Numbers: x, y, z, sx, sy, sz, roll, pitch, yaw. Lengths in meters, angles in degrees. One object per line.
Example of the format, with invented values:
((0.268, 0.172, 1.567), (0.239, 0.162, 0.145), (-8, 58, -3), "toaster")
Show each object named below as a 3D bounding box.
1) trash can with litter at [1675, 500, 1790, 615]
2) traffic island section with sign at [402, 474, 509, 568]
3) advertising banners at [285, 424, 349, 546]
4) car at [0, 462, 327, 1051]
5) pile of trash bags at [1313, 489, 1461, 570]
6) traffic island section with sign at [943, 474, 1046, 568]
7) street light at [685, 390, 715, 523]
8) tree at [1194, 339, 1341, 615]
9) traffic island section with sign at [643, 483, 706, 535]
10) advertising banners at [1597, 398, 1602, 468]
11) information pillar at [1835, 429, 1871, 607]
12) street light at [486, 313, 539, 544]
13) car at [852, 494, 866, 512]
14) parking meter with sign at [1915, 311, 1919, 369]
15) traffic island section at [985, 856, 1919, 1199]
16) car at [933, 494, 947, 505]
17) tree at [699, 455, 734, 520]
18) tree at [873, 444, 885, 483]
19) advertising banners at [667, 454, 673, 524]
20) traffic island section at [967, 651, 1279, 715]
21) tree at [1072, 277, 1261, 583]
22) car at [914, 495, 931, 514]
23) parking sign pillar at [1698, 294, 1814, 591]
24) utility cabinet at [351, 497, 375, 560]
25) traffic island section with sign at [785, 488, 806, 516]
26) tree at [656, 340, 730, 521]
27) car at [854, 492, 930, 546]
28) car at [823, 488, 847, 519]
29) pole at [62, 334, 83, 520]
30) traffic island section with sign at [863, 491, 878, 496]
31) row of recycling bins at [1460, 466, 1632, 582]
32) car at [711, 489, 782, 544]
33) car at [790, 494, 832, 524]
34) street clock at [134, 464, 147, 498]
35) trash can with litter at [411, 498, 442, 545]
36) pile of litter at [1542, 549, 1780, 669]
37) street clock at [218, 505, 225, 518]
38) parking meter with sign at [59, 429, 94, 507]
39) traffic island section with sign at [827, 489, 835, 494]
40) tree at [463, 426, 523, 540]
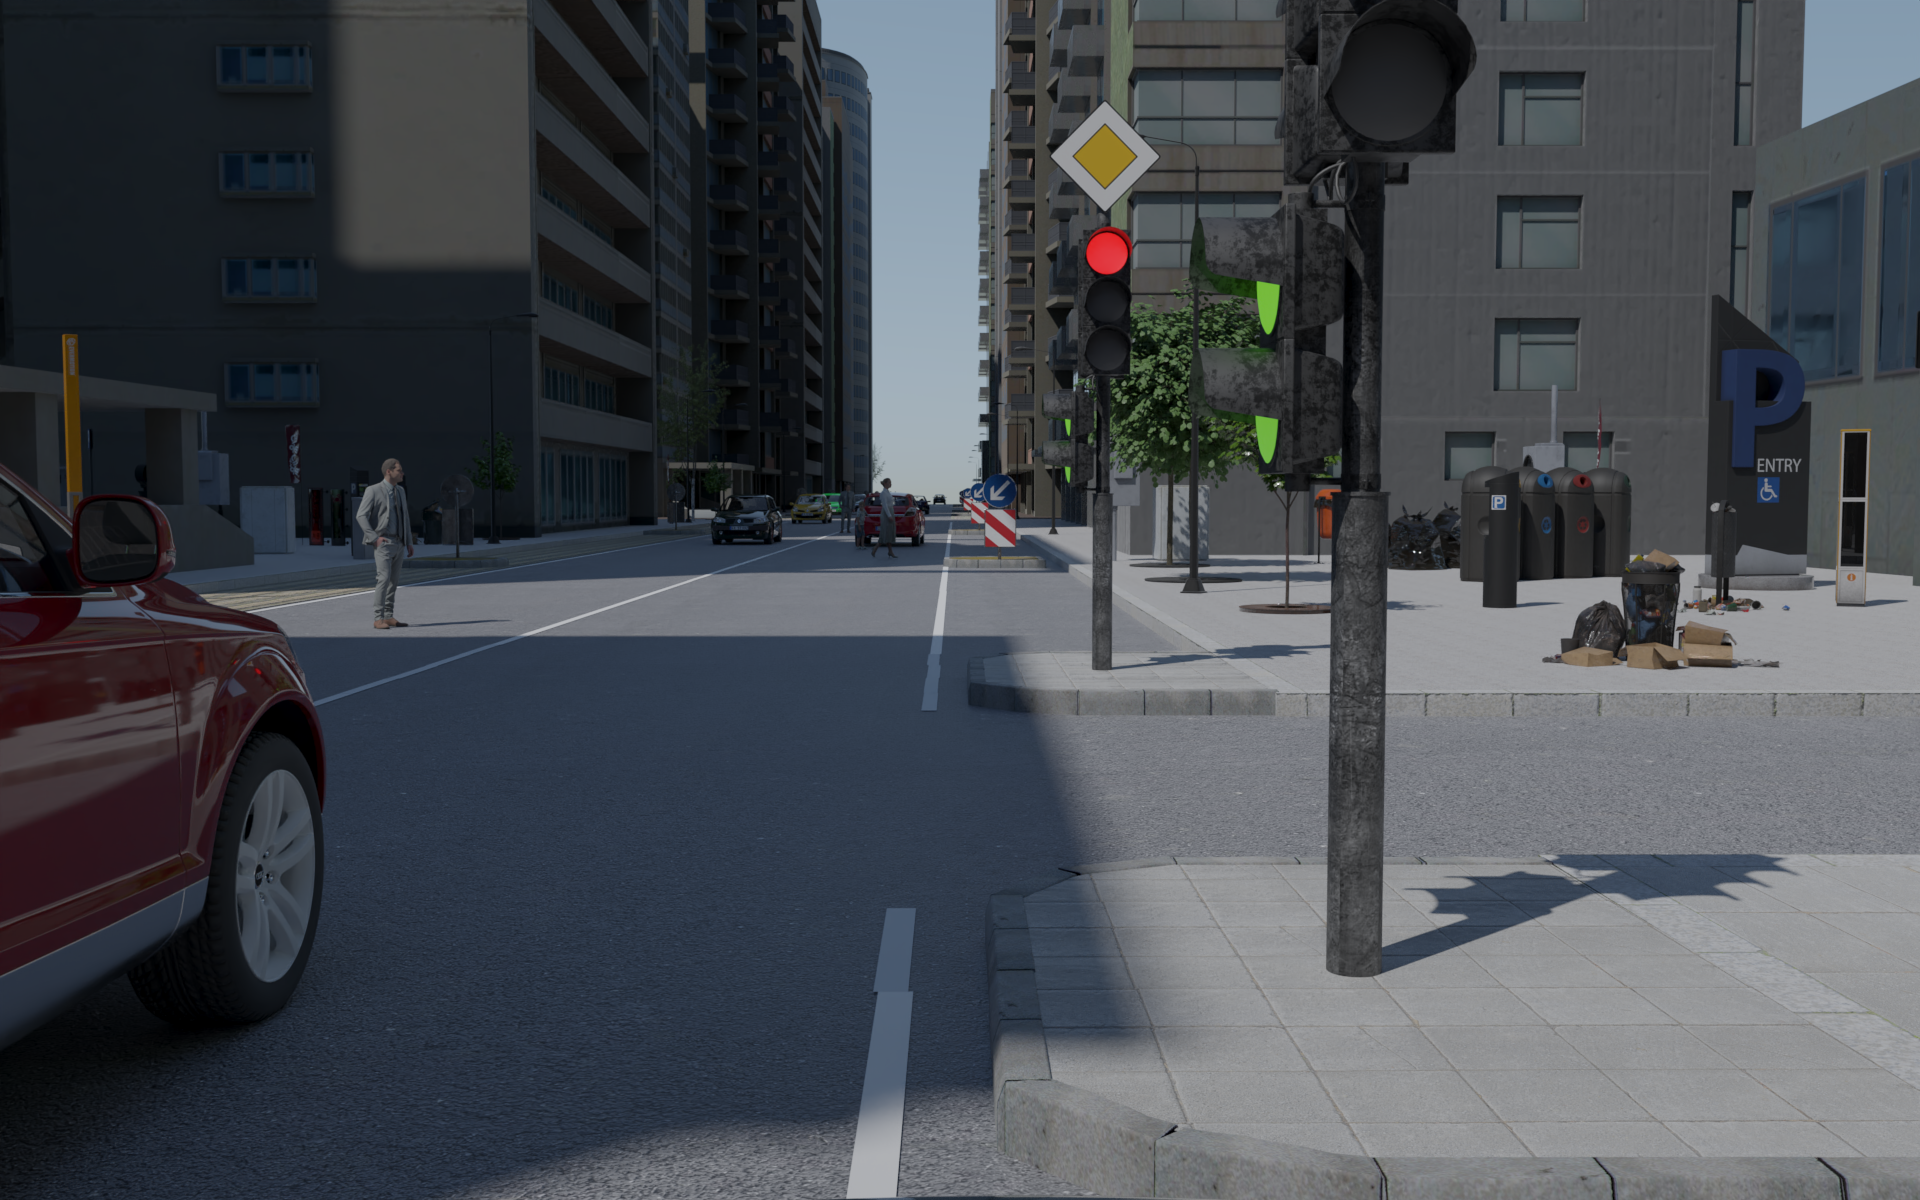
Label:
((8.355, -0.507, 19.350), (1.678, 1.210, 2.233), (2, 4, 32), "trash can with litter")
((-9.995, -1.556, 34.074), (1.989, 1.847, 2.006), (0, 4, 0), "traffic island section with sign")
((-16.007, -2.867, 43.057), (2.074, 3.025, 0.090), (2, 4, 28), "advertising banners")
((-2.833, 0.343, 3.073), (2.281, 1.827, 5.304), (0, 4, -1), "car")
((7.502, -1.287, 30.790), (1.912, 1.369, 3.447), (-2, 4, -29), "pile of trash bags")
((0.667, -1.577, 34.408), (1.989, 1.847, 2.006), (0, 4, 0), "traffic island section with sign")
((-11.585, -6.399, 77.161), (1.470, 5.913, 1.316), (0, 4, 0), "street light")
((3.651, -1.476, 18.737), (1.663, 3.219, 1.824), (0, 3, 0), "tree")
((-10.085, -3.228, 61.411), (1.989, 1.847, 2.006), (0, 4, 0), "traffic island section with sign")
((12.040, -2.234, 32.706), (0.090, 3.025, 2.074), (1, 4, 20), "advertising banners")
((10.188, -0.934, 19.766), (0.304, 2.012, 0.304), (2, 4, 25), "information pillar")
((-11.483, -4.400, 44.482), (1.470, 5.913, 1.316), (0, 4, 0), "street light")
((-7.294, -6.747, 122.117), (2.131, 1.459, 4.920), (0, 4, -2), "car")
((9.800, -1.206, 15.974), (0.543, 3.016, 1.738), (-2, 4, -35), "parking meter with sign")
((1.083, 1.077, 4.666), (2.009, 0.180, 2.903), (0, 4, 0), "traffic island section")
((-2.811, -14.032, 239.210), (2.009, 1.686, 4.222), (0, 4, 1), "car")
((-12.167, -5.603, 86.218), (1.663, 3.219, 1.824), (0, 3, 0), "tree")
((-12.683, -18.173, 247.492), (4.360, 8.622, 3.978), (0, 3, 0), "tree")
((-12.533, -4.816, 74.929), (0.090, 3.025, 2.074), (-1, 4, -15), "advertising banners")
((1.058, 0.589, 12.651), (2.009, 0.180, 2.903), (0, 4, 0), "traffic island section")
((3.454, -2.556, 25.499), (4.285, 4.588, 4.351), (0, 3, 0), "tree")
((-3.066, -6.775, 123.356), (1.945, 1.354, 3.894), (0, 4, 1), "car")
((10.866, -2.145, 23.548), (1.447, 3.967, 1.447), (-1, 4, -13), "parking sign pillar")
((-11.618, -1.419, 34.368), (0.306, 1.237, 1.020), (1, 4, 17), "utility cabinet")
((-10.238, -6.335, 112.208), (1.989, 1.847, 2.006), (0, 4, 0), "traffic island section with sign")
((-12.919, -8.067, 82.251), (4.737, 8.622, 4.395), (0, 3, 0), "tree")
((-1.946, -2.434, 48.829), (2.155, 1.783, 4.494), (0, 4, 1), "car")
((-7.514, -5.714, 102.213), (1.959, 1.807, 4.718), (0, 4, -2), "car")
((-11.388, -1.738, 22.259), (0.158, 3.312, 0.155), (0, 3, 0), "pole")
((-10.495, -11.396, 194.958), (1.989, 1.847, 2.006), (0, 4, 0), "traffic island section with sign")
((8.869, -1.172, 26.269), (3.534, 1.692, 1.069), (-2, 4, -35), "row of recycling bins")
((-6.195, -2.491, 50.518), (2.009, 1.686, 4.222), (0, 4, 0), "car")
((-7.254, -4.560, 84.784), (2.015, 1.641, 3.980), (0, 4, 1), "car")
((-19.777, -2.293, 42.060), (0.358, 2.002, 0.471), (1, 4, 10), "street clock")
((-13.620, -1.989, 43.913), (1.055, 1.170, 0.624), (-1, 4, -11), "trash can with litter")
((5.326, 0.054, 13.090), (1.719, 0.858, 1.176), (1, 4, 22), "pile of litter")
((-16.319, -2.058, 38.214), (0.471, 2.002, 0.358), (3, 5, 45), "street clock")
((-23.907, -3.033, 45.856), (1.738, 3.016, 0.543), (-2, 4, -30), "parking meter with sign")
((-10.324, -8.013, 139.638), (1.989, 1.847, 2.006), (0, 4, 0), "traffic island section with sign")
((-12.814, -3.301, 48.573), (1.663, 3.219, 1.824), (0, 3, 0), "tree")
